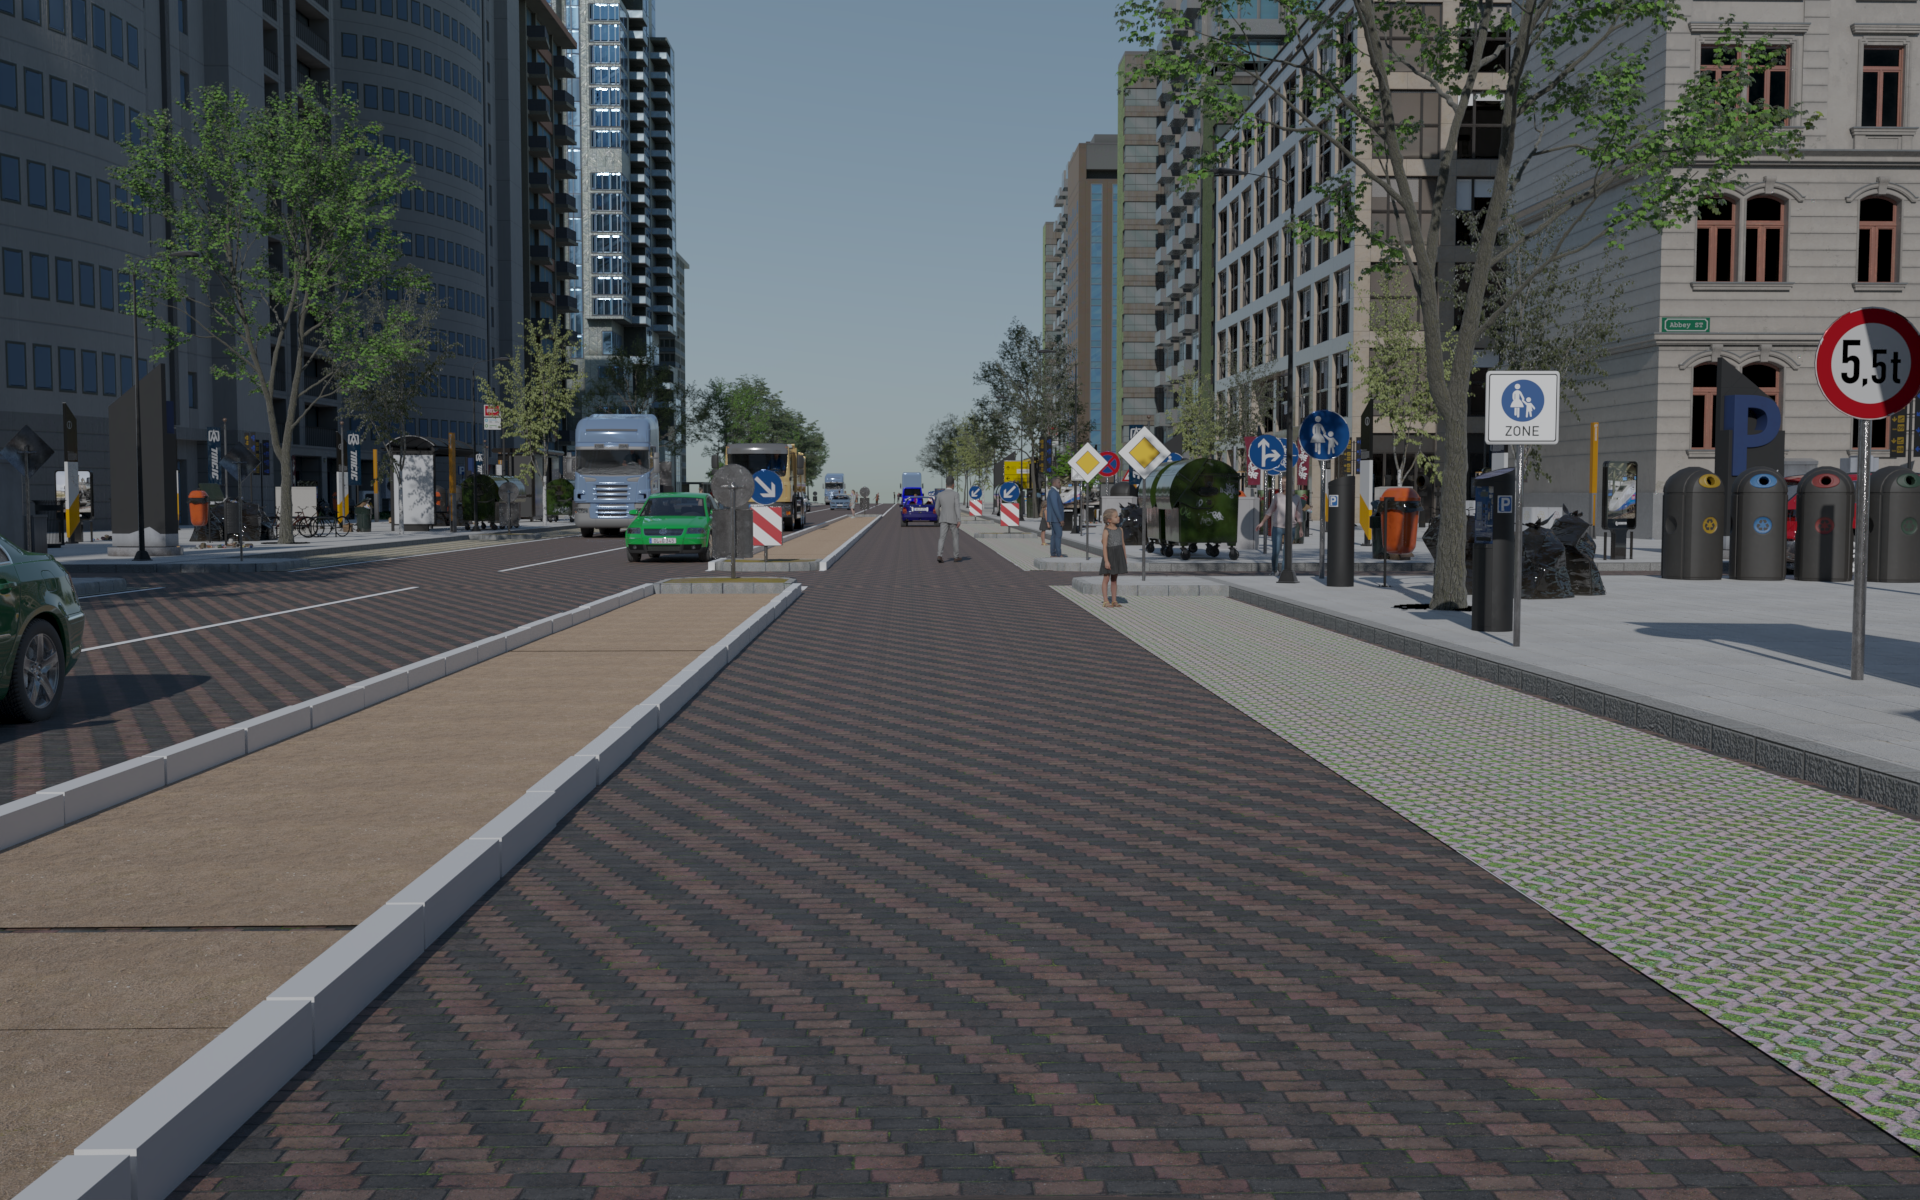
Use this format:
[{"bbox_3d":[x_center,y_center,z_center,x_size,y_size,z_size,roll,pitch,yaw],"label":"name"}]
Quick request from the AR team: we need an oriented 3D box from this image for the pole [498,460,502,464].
[{"bbox_3d":[-25.737,-6.309,97.002,0.158,3.312,0.155,0,3,0],"label":"pole"}]

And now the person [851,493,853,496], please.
[{"bbox_3d":[-11.858,-11.325,193.534,0.599,1.838,0.709,-2,4,-23],"label":"person"}]

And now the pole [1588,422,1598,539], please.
[{"bbox_3d":[18.055,-3.396,49.370,0.158,3.312,0.155,0,3,0],"label":"pole"}]

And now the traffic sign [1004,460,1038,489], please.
[{"bbox_3d":[3.762,-6.773,104.609,2.265,3.308,0.079,0,3,0],"label":"traffic sign"}]

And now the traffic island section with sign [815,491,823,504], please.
[{"bbox_3d":[-20.186,-14.274,242.011,1.989,1.847,2.006,0,4,-2],"label":"traffic island section with sign"}]

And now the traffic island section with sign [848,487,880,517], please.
[{"bbox_3d":[-5.970,-6.118,108.160,2.006,1.907,1.989,0,4,-2],"label":"traffic island section with sign"}]

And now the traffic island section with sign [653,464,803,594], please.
[{"bbox_3d":[-3.432,-1.071,25.653,2.006,1.907,1.989,0,4,-2],"label":"traffic island section with sign"}]

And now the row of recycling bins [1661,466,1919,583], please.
[{"bbox_3d":[12.331,-1.139,25.744,3.534,1.692,1.069,1,4,17],"label":"row of recycling bins"}]

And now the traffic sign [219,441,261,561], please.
[{"bbox_3d":[-13.723,-1.797,33.031,0.795,2.450,0.064,0,4,-2],"label":"traffic sign"}]

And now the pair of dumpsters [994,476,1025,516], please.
[{"bbox_3d":[2.808,-5.834,97.886,1.574,2.255,4.437,0,4,-2],"label":"pair of dumpsters"}]

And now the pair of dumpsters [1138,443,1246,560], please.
[{"bbox_3d":[4.714,-2.016,35.451,1.574,2.255,4.437,0,4,-2],"label":"pair of dumpsters"}]

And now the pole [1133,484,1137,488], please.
[{"bbox_3d":[8.869,-5.748,87.821,0.158,3.312,0.155,0,3,0],"label":"pole"}]

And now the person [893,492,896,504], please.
[{"bbox_3d":[-9.290,-14.580,247.704,0.721,1.723,1.217,0,4,-4],"label":"person"}]

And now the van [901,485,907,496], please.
[{"bbox_3d":[-5.110,-10.826,181.394,2.240,2.365,5.245,0,4,-2],"label":"van"}]

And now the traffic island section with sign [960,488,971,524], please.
[{"bbox_3d":[0.612,-4.574,83.406,1.989,1.847,2.006,0,4,-2],"label":"traffic island section with sign"}]

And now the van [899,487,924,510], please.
[{"bbox_3d":[-4.268,-9.146,153.913,2.240,2.365,5.245,0,4,-3],"label":"van"}]

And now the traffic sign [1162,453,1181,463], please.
[{"bbox_3d":[6.554,-3.260,53.413,0.768,2.556,0.104,0,4,0],"label":"traffic sign"}]

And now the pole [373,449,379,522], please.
[{"bbox_3d":[-26.683,-5.217,79.145,0.158,3.312,0.155,0,3,0],"label":"pole"}]

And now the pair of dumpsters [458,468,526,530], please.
[{"bbox_3d":[-17.019,-3.703,63.039,1.574,2.255,4.437,0,4,-2],"label":"pair of dumpsters"}]

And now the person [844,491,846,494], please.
[{"bbox_3d":[-13.677,-12.102,206.347,0.705,1.826,1.348,-2,4,-25],"label":"person"}]

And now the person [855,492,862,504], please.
[{"bbox_3d":[-13.561,-13.400,228.303,1.217,1.736,0.721,-1,4,-17],"label":"person"}]

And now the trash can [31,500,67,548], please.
[{"bbox_3d":[-21.638,-1.805,41.172,0.748,1.137,0.748,0,3,0],"label":"trash can"}]

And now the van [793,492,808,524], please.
[{"bbox_3d":[-8.112,-4.535,81.151,2.013,2.044,4.112,0,4,-2],"label":"van"}]

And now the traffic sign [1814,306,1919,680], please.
[{"bbox_3d":[6.195,-0.720,11.879,0.768,2.556,0.104,0,4,-1],"label":"traffic sign"}]

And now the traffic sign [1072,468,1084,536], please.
[{"bbox_3d":[3.687,-3.088,52.616,0.606,2.300,0.079,0,4,0],"label":"traffic sign"}]

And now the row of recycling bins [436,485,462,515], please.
[{"bbox_3d":[-23.371,-4.574,81.890,3.534,1.692,1.069,-2,4,-33],"label":"row of recycling bins"}]

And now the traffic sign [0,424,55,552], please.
[{"bbox_3d":[-13.477,-1.309,25.049,0.795,2.450,0.064,0,4,-2],"label":"traffic sign"}]

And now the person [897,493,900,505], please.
[{"bbox_3d":[-8.309,-13.682,233.674,0.415,1.643,0.593,1,4,22],"label":"person"}]

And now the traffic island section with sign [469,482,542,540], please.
[{"bbox_3d":[-14.437,-2.847,55.181,1.989,1.847,2.006,0,4,-2],"label":"traffic island section with sign"}]

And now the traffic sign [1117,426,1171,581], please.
[{"bbox_3d":[2.710,-1.338,25.525,0.795,2.450,0.064,0,4,-2],"label":"traffic sign"}]

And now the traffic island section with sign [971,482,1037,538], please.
[{"bbox_3d":[1.464,-2.926,56.464,1.989,1.847,2.006,0,4,-2],"label":"traffic island section with sign"}]

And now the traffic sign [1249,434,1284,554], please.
[{"bbox_3d":[6.552,-2.264,37.120,0.768,2.556,0.104,0,4,-1],"label":"traffic sign"}]

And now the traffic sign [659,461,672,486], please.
[{"bbox_3d":[-19.116,-6.988,108.122,2.265,3.308,0.079,0,4,2],"label":"traffic sign"}]

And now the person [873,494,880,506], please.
[{"bbox_3d":[-9.761,-11.665,202.485,1.065,1.426,0.557,3,5,40],"label":"person"}]

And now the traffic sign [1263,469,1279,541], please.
[{"bbox_3d":[8.531,-2.880,47.186,0.768,2.556,0.104,0,4,0],"label":"traffic sign"}]

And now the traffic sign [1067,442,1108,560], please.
[{"bbox_3d":[2.464,-1.827,33.507,0.795,2.450,0.064,0,4,-2],"label":"traffic sign"}]

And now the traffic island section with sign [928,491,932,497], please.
[{"bbox_3d":[-1.746,-9.290,160.526,1.989,1.847,2.006,0,4,-2],"label":"traffic island section with sign"}]

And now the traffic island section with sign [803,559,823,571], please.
[{"bbox_3d":[-3.650,-1.524,33.057,2.006,1.907,1.989,0,4,-2],"label":"traffic island section with sign"}]

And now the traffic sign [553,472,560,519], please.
[{"bbox_3d":[-20.887,-5.439,89.029,0.768,2.556,0.104,0,4,5],"label":"traffic sign"}]

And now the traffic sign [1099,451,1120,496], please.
[{"bbox_3d":[4.363,-3.130,51.290,0.768,2.556,0.104,0,4,6],"label":"traffic sign"}]

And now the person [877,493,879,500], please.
[{"bbox_3d":[-11.255,-13.985,238.616,0.415,1.643,0.593,-1,4,-20],"label":"person"}]

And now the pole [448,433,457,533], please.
[{"bbox_3d":[-16.912,-3.908,57.731,0.158,3.312,0.155,0,3,0],"label":"pole"}]

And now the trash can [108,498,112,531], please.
[{"bbox_3d":[-28.016,-2.825,57.837,0.748,1.137,0.748,0,3,0],"label":"trash can"}]

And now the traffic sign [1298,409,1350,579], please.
[{"bbox_3d":[5.492,-1.597,26.210,0.768,2.556,0.104,0,4,3],"label":"traffic sign"}]

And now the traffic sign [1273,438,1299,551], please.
[{"bbox_3d":[7.266,-2.391,39.200,0.768,2.556,0.104,0,4,1],"label":"traffic sign"}]

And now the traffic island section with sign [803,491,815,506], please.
[{"bbox_3d":[-19.353,-12.612,214.840,1.989,1.847,2.006,0,4,-2],"label":"traffic island section with sign"}]

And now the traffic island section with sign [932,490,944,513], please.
[{"bbox_3d":[-0.917,-7.643,133.583,1.989,1.847,2.006,0,4,-2],"label":"traffic island section with sign"}]

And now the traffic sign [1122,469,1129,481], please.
[{"bbox_3d":[7.073,-4.341,70.972,0.884,2.594,0.081,0,4,6],"label":"traffic sign"}]

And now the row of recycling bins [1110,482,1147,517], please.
[{"bbox_3d":[6.644,-3.114,58.028,3.534,1.692,1.069,-2,4,-28],"label":"row of recycling bins"}]

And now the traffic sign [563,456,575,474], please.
[{"bbox_3d":[-20.120,-6.042,92.665,2.265,3.308,0.079,0,4,5],"label":"traffic sign"}]

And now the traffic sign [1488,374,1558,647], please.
[{"bbox_3d":[4.680,-0.756,14.496,0.606,2.300,0.079,0,4,0],"label":"traffic sign"}]
